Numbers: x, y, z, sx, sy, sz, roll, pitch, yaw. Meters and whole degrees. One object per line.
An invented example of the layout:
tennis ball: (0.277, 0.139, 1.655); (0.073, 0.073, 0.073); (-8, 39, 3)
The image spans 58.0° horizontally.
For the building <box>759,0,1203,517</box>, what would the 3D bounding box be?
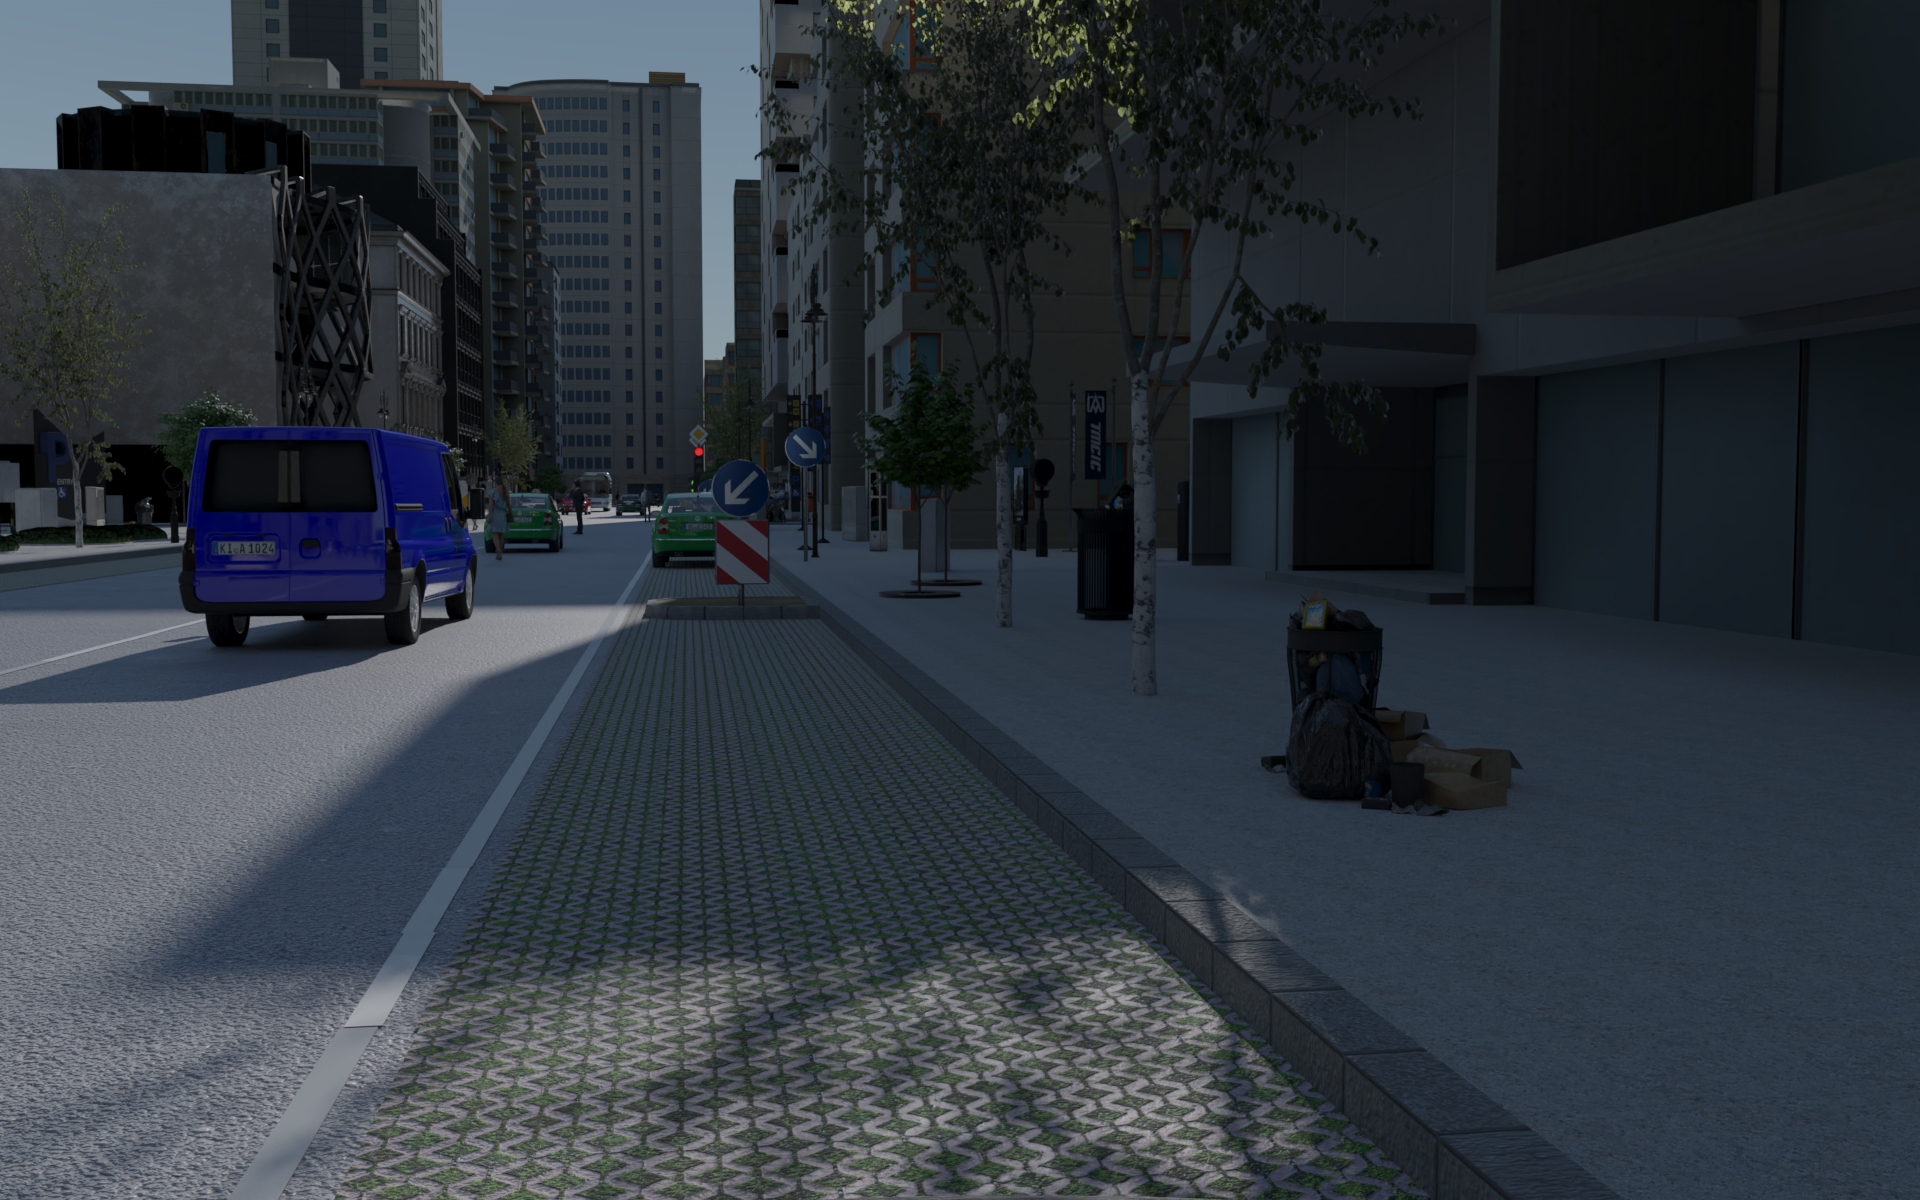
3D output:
building: (-0.489, -32.828, 125.973); (28.713, 52.752, 27.495); (-1, 4, -9)

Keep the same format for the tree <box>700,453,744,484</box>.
tree: (-16.702, -8.642, 125.015); (4.285, 4.588, 4.351); (0, 3, 0)

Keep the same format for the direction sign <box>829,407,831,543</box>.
direction sign: (-3.588, -3.257, 45.254); (0.379, 3.537, 0.876); (-2, 4, -31)

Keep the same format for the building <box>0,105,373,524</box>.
building: (-37.535, -13.226, 83.704); (16.820, 18.784, 16.811); (-1, 4, -9)

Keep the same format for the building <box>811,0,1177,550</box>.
building: (10.093, -12.884, 55.685); (27.650, 21.520, 28.899); (-1, 4, -9)

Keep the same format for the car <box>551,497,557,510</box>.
car: (-24.874, -5.502, 102.316); (2.083, 1.381, 4.827); (0, 4, -8)

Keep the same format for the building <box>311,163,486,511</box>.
building: (-41.603, -18.050, 124.796); (12.332, 23.373, 15.834); (-1, 4, -9)

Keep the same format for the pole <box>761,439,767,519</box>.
pole: (-7.252, -4.291, 63.998); (0.158, 3.312, 0.155); (0, 3, 0)

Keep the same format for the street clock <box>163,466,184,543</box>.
street clock: (-20.569, -2.492, 45.320); (0.471, 2.002, 0.358); (-2, 4, -32)

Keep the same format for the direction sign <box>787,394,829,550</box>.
direction sign: (-3.541, -2.907, 39.531); (0.876, 3.537, 0.379); (1, 4, 20)

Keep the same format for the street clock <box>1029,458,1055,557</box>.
street clock: (1.667, -1.875, 35.234); (0.471, 2.002, 0.358); (-2, 4, -24)

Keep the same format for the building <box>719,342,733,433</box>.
building: (-15.119, -22.557, 213.840); (27.650, 21.520, 28.899); (-1, 4, -9)

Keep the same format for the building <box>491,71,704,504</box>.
building: (-50.452, -42.914, 243.635); (28.212, 58.520, 21.231); (-1, 4, -9)

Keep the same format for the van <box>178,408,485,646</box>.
van: (-6.332, -0.835, 18.042); (2.240, 2.365, 5.245); (0, 4, -7)

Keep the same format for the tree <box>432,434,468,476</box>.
tree: (-28.283, -6.711, 93.444); (4.285, 4.588, 4.351); (0, 3, 0)

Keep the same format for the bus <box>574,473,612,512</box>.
bus: (-30.396, -9.129, 144.124); (2.948, 3.499, 13.247); (-1, 4, -10)

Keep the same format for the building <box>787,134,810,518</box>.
building: (5.667, -15.395, 96.741); (28.899, 21.520, 27.650); (-1, 4, -9)

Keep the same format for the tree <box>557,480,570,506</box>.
tree: (-44.160, -12.056, 191.712); (1.663, 3.219, 1.824); (0, 3, 0)

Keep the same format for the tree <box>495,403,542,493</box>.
tree: (-35.876, -11.595, 139.947); (4.360, 8.622, 3.978); (0, 3, 0)

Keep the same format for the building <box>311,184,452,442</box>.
building: (-38.226, -14.868, 107.714); (10.561, 19.102, 19.286); (-1, 4, -9)

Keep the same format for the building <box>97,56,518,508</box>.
building: (-57.785, -28.557, 158.782); (32.217, 40.220, 23.993); (-1, 4, -9)

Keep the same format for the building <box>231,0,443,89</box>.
building: (-73.271, -47.029, 207.170); (20.611, 71.187, 20.563); (-1, 4, -9)

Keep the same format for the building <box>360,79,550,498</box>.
building: (-56.089, -32.489, 185.811); (22.147, 44.769, 28.867); (-1, 4, -9)

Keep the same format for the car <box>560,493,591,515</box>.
car: (-26.482, -6.757, 119.516); (2.155, 1.783, 4.494); (0, 4, -7)

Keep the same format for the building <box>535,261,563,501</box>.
building: (-56.649, -27.080, 214.453); (14.107, 30.474, 14.160); (-1, 4, -9)

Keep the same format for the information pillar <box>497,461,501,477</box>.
information pillar: (-32.982, -8.109, 123.935); (0.183, 3.616, 0.504); (-2, 4, -35)

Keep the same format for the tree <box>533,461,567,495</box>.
tree: (-40.425, -11.451, 170.943); (4.285, 4.588, 4.351); (0, 3, 0)

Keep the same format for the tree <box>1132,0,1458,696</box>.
tree: (1.291, -3.685, 10.615); (4.360, 8.622, 3.978); (0, 3, 0)

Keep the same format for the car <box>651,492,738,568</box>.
car: (-5.277, -1.602, 34.983); (1.959, 1.807, 4.718); (0, 4, -8)

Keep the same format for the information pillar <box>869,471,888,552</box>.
information pillar: (-1.822, -2.094, 38.726); (0.304, 2.012, 0.304); (2, 4, 31)

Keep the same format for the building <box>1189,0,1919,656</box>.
building: (16.963, -26.300, 19.237); (28.713, 52.752, 27.495); (-1, 4, -9)

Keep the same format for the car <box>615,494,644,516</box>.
car: (-22.039, -6.371, 115.956); (2.131, 1.459, 4.920); (0, 4, -7)

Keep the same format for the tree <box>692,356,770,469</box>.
tree: (-11.963, -8.644, 91.699); (4.737, 8.622, 4.395); (0, 3, 0)

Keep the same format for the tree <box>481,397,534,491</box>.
tree: (-34.262, -11.083, 131.565); (4.737, 8.622, 4.395); (0, 3, 0)

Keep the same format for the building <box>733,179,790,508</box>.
building: (-14.118, -23.886, 162.235); (14.160, 30.474, 14.107); (-1, 4, -9)

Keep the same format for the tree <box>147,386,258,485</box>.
tree: (-22.758, -4.207, 52.493); (4.285, 4.588, 4.351); (0, 3, 0)

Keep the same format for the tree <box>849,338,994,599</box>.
tree: (-0.560, -1.661, 21.765); (1.663, 3.219, 1.824); (0, 3, 0)

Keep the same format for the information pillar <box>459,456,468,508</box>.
information pillar: (-30.507, -7.034, 106.360); (0.504, 3.616, 0.183); (-1, 4, -20)

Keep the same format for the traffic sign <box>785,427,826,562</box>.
traffic sign: (-2.931, -2.004, 32.872); (0.768, 2.556, 0.104); (0, 4, -7)

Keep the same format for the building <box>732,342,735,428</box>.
building: (-9.629, -20.789, 184.939); (27.650, 21.520, 28.899); (-1, 4, -9)

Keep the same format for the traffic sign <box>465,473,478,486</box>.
traffic sign: (-29.870, -6.471, 105.900); (0.768, 2.556, 0.104); (0, 4, 0)

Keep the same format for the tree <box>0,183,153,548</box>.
tree: (-21.117, -5.541, 40.965); (4.360, 8.622, 3.978); (0, 3, 0)

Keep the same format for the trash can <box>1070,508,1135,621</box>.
trash can: (1.504, -0.373, 17.753); (0.748, 1.137, 0.748); (0, 3, 0)

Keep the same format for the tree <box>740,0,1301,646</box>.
tree: (0.212, -4.037, 16.365); (4.360, 8.622, 3.978); (0, 3, 0)

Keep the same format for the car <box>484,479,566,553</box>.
car: (-11.004, -2.144, 43.843); (1.959, 1.807, 4.718); (-1, 4, -11)

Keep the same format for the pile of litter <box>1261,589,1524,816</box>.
pile of litter: (1.912, 0.380, 7.749); (1.176, 0.858, 1.719); (1, 4, 18)

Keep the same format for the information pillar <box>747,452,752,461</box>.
information pillar: (-11.592, -6.365, 95.429); (0.183, 3.616, 0.504); (-3, 4, -36)

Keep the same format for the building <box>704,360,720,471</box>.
building: (-22.529, -24.897, 252.101); (28.899, 21.520, 27.650); (-1, 4, -9)
